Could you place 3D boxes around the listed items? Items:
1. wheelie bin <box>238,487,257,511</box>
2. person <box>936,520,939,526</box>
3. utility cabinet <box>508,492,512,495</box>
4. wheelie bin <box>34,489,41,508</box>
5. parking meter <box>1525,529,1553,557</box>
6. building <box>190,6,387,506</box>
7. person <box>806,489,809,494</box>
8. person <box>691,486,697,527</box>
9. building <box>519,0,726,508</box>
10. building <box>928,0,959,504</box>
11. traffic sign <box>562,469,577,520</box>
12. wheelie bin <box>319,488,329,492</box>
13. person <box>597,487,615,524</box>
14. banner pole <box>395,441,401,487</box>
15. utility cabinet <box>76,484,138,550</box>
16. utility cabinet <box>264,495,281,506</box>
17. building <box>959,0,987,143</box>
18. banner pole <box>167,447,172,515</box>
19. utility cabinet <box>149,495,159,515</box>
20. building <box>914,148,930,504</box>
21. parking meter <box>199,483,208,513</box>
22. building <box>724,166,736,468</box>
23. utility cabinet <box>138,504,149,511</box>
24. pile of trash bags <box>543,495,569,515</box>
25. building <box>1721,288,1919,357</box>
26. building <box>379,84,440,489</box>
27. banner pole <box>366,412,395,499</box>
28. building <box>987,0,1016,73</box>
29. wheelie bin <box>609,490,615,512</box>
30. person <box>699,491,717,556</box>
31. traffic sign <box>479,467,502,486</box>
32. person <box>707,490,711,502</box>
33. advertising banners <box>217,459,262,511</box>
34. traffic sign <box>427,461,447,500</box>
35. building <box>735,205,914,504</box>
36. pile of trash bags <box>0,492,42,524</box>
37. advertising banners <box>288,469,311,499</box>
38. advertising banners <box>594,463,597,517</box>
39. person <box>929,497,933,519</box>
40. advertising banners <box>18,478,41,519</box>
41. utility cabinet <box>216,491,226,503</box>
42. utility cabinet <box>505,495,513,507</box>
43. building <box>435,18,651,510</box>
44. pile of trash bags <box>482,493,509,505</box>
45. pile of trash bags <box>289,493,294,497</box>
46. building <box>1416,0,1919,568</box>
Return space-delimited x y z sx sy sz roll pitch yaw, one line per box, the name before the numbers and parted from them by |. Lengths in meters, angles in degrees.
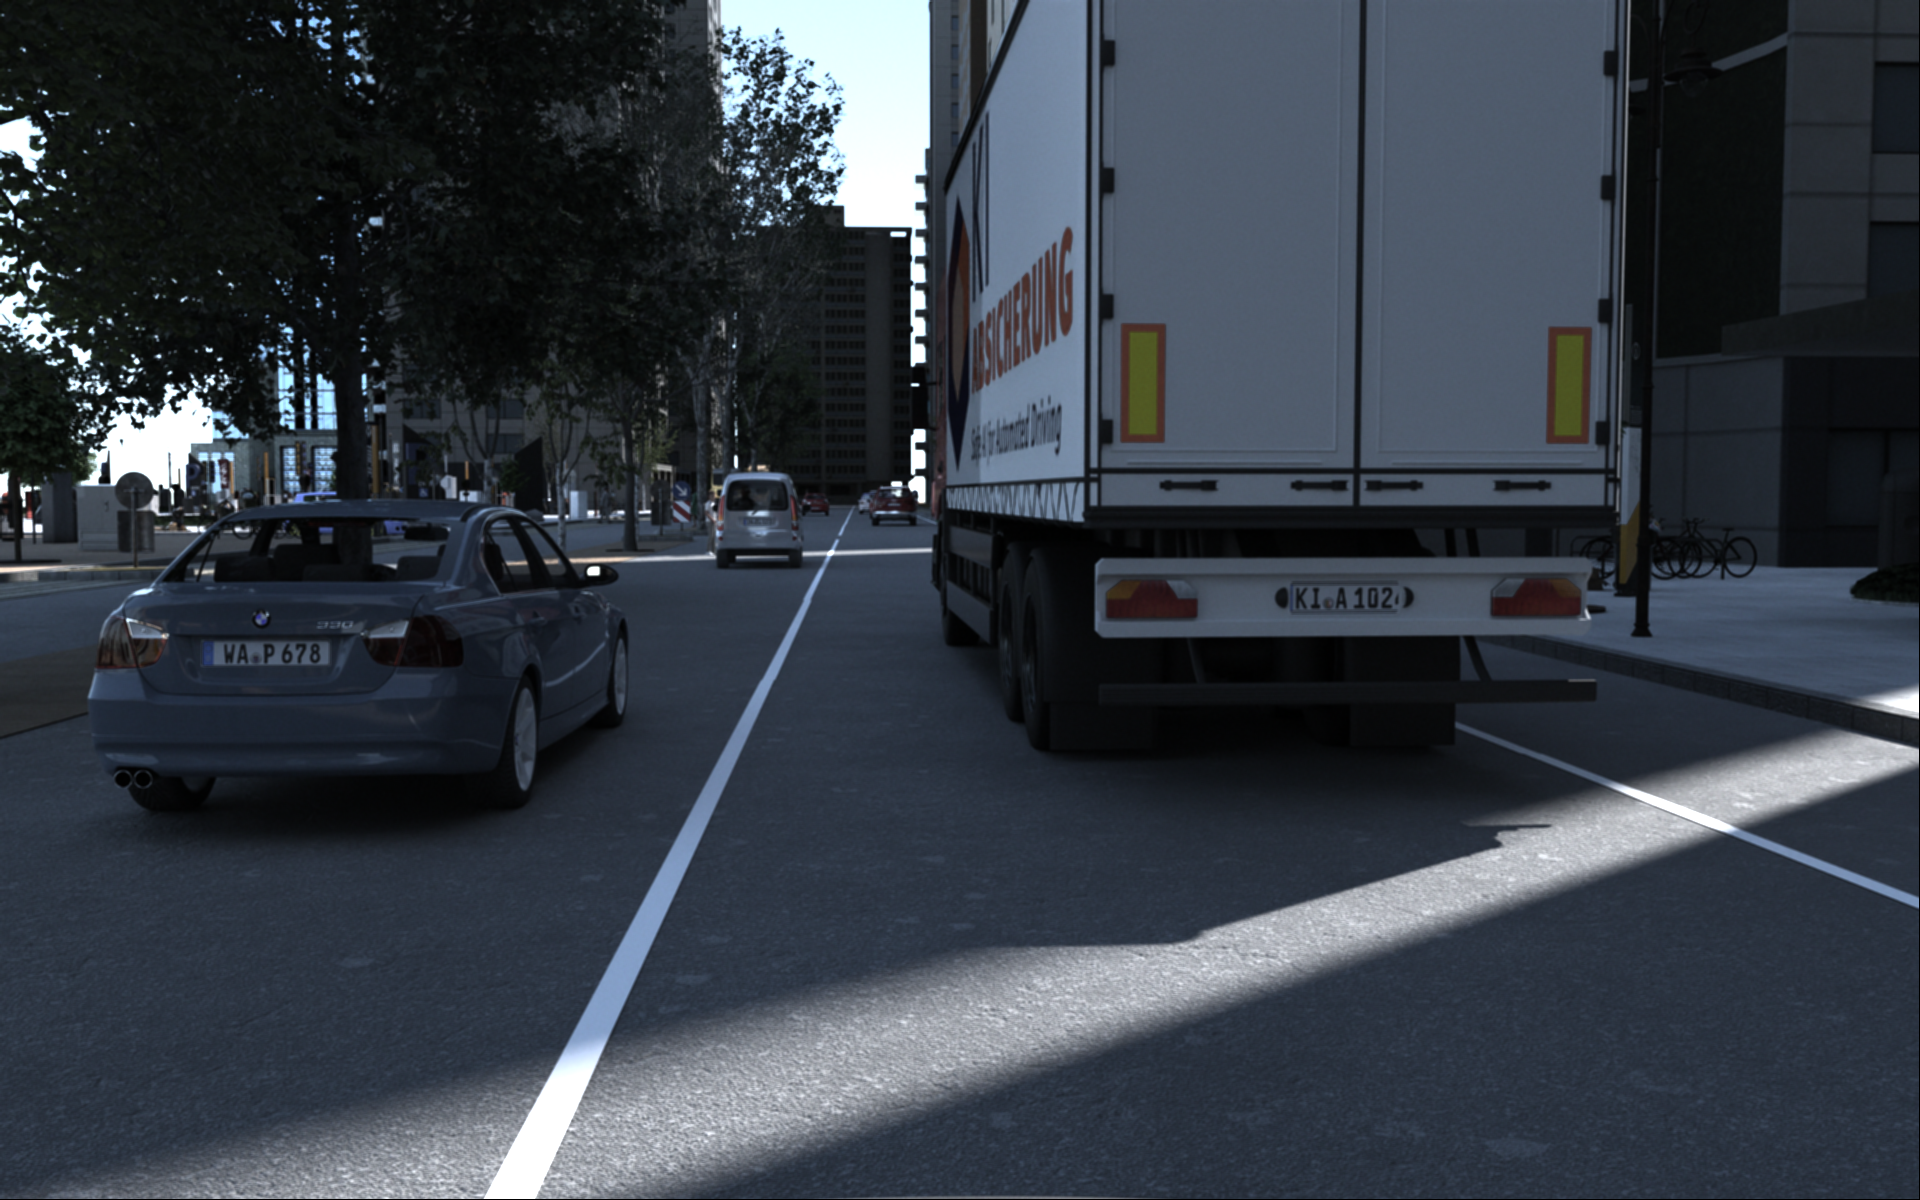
wheelie bin | -32.712 -4.381 79.531 0.980 1.594 0.693 3 5 39
person | -0.994 -3.926 76.940 0.306 1.304 0.590 0 4 8
utility cabinet | -32.727 -7.197 126.349 0.318 1.500 1.173 -1 4 -18
wheelie bin | -61.208 -6.553 115.056 0.693 1.594 0.980 2 4 27
parking meter | 8.886 -1.273 26.523 0.399 1.863 0.255 2 4 35
building | -81.282 -55.862 226.008 31.000 86.520 22.319 0 4 -3
person | -11.518 -7.436 130.095 0.388 1.821 0.555 0 4 -7
person | -11.260 -4.004 74.217 0.529 1.795 0.600 2 4 29
building | -37.959 -46.464 197.939 20.611 71.187 20.563 0 4 -3
building | 7.015 -40.061 196.994 21.231 58.520 28.212 0 4 -3
traffic sign | -19.543 -5.290 86.605 0.768 2.556 0.104 0 4 3
wheelie bin | -32.733 -4.961 89.023 0.693 1.594 0.980 -3 4 -37
person | -17.030 -4.554 83.234 0.850 1.792 0.678 0 4 5
banner pole | -23.429 -4.996 71.703 0.863 3.779 0.401 3 4 36
utility cabinet | -19.254 -1.857 39.036 1.173 1.500 0.318 0 4 3
utility cabinet | -37.402 -5.096 94.485 0.306 1.237 1.020 3 5 40
building | 7.201 -29.298 129.128 14.600 45.320 14.200 0 4 -3
banner pole | -41.669 -6.199 91.377 0.401 3.779 0.863 -1 4 -10
utility cabinet | -46.411 -5.406 99.542 0.306 1.237 1.020 0 4 -1
building | 9.050 -37.517 233.009 30.456 49.044 23.786 0 4 -3
parking meter | -41.635 -5.483 95.358 0.399 1.863 0.255 -3 5 -42
building | -36.918 -35.203 225.685 14.200 45.320 14.600 0 4 -3
utility cabinet | -40.036 -4.634 84.438 1.173 1.500 0.318 2 4 32
pile of trash bags | -24.578 -5.875 105.814 1.912 1.369 3.447 1 4 21
building | 19.350 -21.299 2.863 22.147 44.769 28.867 0 4 -3
building | -34.922 -43.123 143.319 20.563 71.187 20.611 0 4 -3
banner pole | -17.753 -3.824 52.534 0.863 3.779 0.401 -3 5 -42
building | 15.873 -31.273 100.558 28.713 52.752 27.495 0 4 -3
wheelie bin | -25.058 -7.077 123.612 0.980 1.594 0.693 0 4 7
person | -5.799 -1.793 40.419 0.523 1.515 0.503 -1 4 -22
traffic sign | -16.318 -3.460 60.218 0.795 2.450 0.064 0 4 -3
person | -20.529 -8.114 141.722 0.434 1.755 0.990 0 4 -4
advertising banners | -36.246 -5.565 87.181 2.074 3.025 0.090 -3 4 -36
traffic sign | -15.858 -2.973 52.247 0.795 2.450 0.064 0 4 -3
building | -18.345 -33.247 235.464 23.993 40.220 32.217 0 4 -3
pile of trash bags | -38.736 -3.894 73.415 3.447 1.369 1.912 -3 5 -40
advertising banners | -45.512 -7.500 118.807 2.074 3.025 0.090 0 4 0
advertising banners | -20.264 -6.128 96.376 0.090 3.025 2.074 0 4 -7
person | -1.438 -5.456 98.459 0.760 1.731 0.466 -1 4 -19
advertising banners | -47.743 -5.668 88.859 0.090 3.025 2.074 1 4 22
utility cabinet | -50.311 -6.682 117.930 0.318 1.500 1.173 0 4 -6
utility cabinet | -24.117 -5.046 93.660 0.306 1.237 1.020 2 4 32
building | -36.509 -44.378 163.834 20.563 71.187 20.611 0 4 -3
pile of trash bags | -27.651 -5.613 101.520 1.912 1.369 3.447 2 4 30
pile of trash bags | -46.991 -6.787 120.715 1.912 1.369 3.447 -2 4 -31
building | 15.430 -36.698 38.260 20.563 71.187 20.611 0 4 -3
